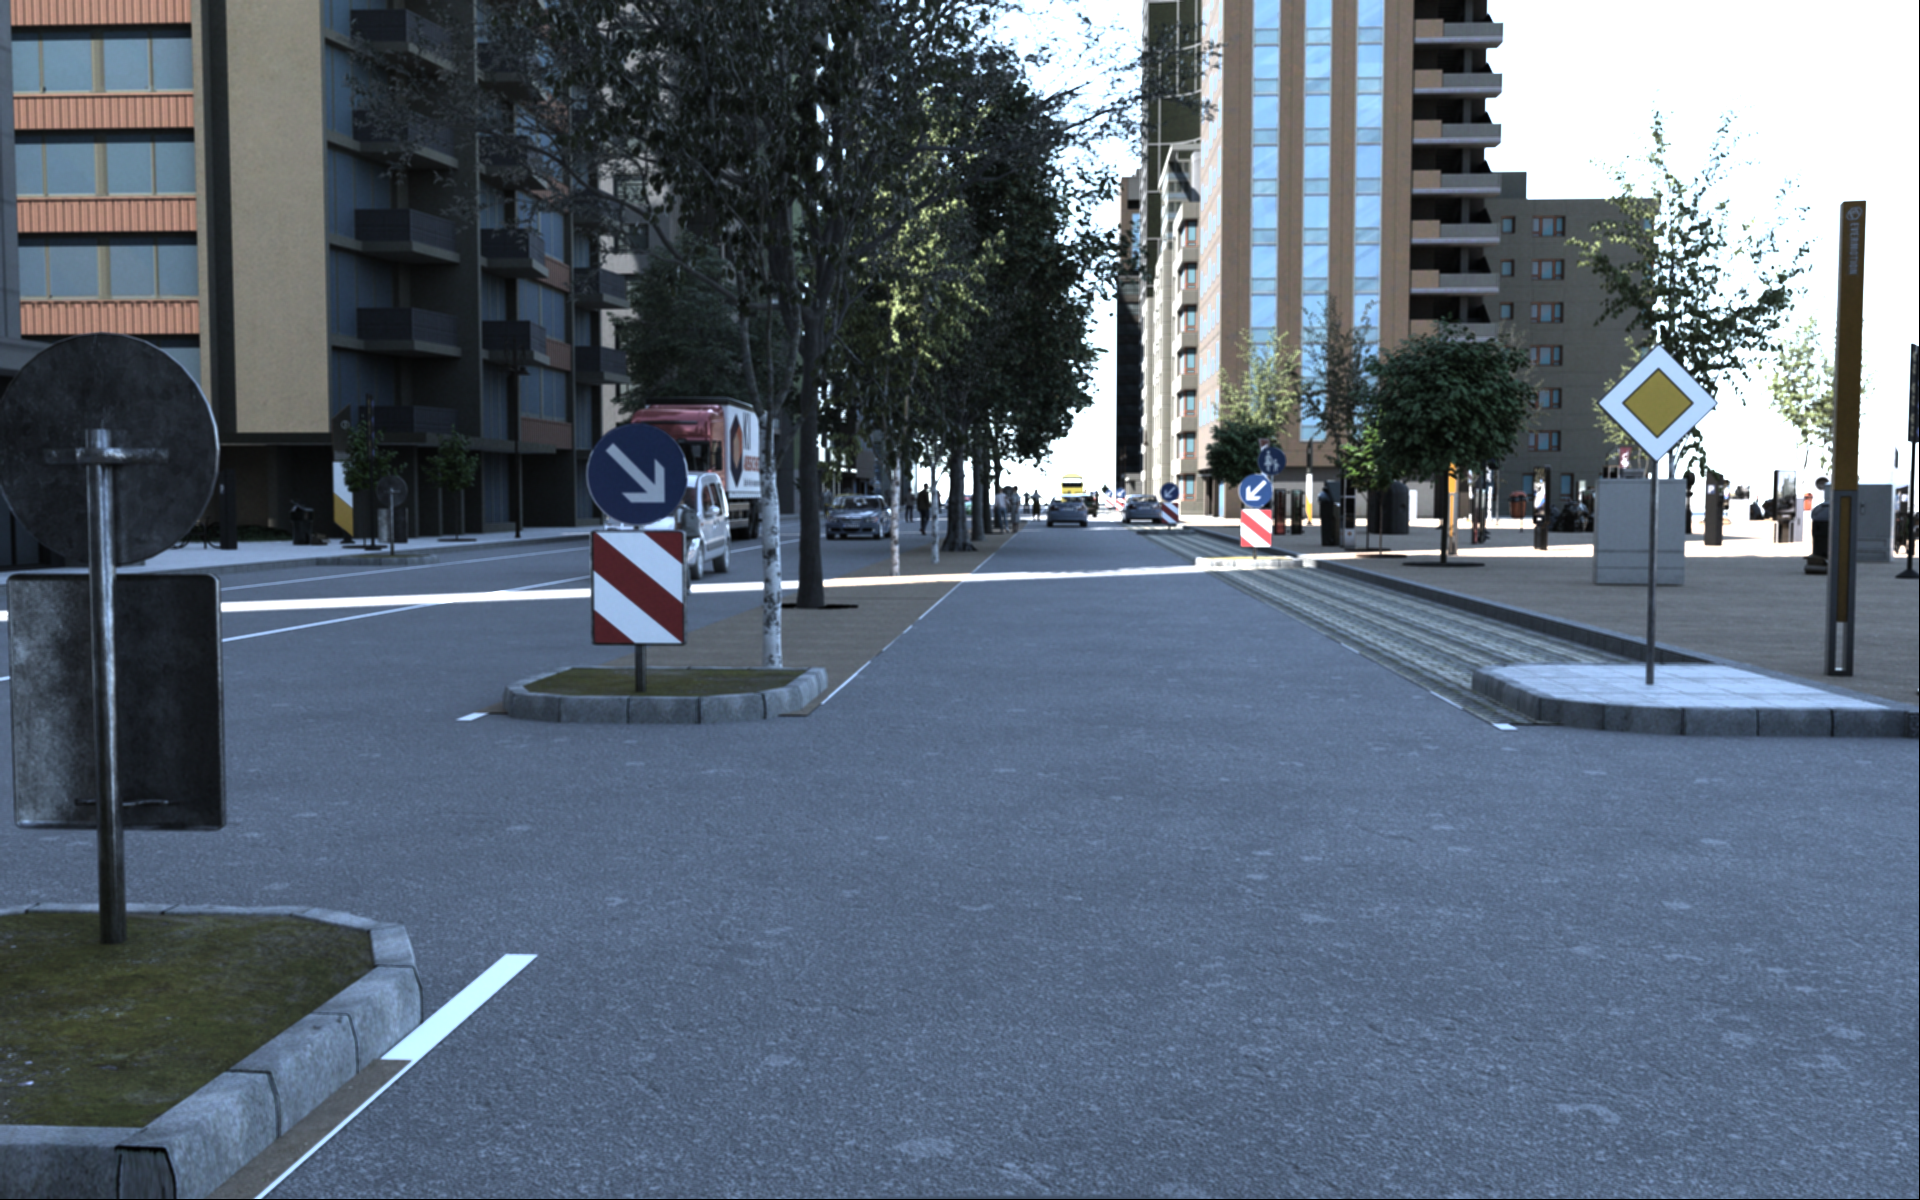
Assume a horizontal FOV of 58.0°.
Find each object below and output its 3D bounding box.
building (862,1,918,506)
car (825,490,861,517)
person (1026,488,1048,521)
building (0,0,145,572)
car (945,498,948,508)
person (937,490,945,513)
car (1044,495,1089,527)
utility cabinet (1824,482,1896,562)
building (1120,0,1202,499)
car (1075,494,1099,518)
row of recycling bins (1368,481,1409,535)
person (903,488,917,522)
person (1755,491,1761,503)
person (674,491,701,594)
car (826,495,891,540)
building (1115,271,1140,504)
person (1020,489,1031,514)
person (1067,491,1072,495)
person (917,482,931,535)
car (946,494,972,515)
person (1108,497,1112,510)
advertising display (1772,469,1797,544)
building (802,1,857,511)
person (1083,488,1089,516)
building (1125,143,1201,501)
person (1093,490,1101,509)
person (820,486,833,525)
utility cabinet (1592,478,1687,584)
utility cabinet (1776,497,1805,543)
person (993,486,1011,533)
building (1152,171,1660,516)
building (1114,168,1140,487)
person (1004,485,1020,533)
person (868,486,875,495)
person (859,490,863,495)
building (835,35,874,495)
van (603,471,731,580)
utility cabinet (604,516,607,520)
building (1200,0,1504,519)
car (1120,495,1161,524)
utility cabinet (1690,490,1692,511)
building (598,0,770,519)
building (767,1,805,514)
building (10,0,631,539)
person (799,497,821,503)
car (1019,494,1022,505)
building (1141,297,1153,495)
[{"bbox_3d":[-16.037,-55.359,217.783,22.319,86.520,31.000,0,4,3],"label":"building"},{"bbox_3d":[-4.920,-4.056,76.542,2.015,1.641,3.980,0,4,2],"label":"car"},{"bbox_3d":[4.102,-5.093,92.509,1.217,1.736,0.721,-1,4,-13],"label":"person"},{"bbox_3d":[-25.045,-35.883,24.939,20.563,71.187,20.611,0,4,3],"label":"building"},{"bbox_3d":[-0.489,-9.892,174.098,2.083,1.381,4.827,0,4,4],"label":"car"},{"bbox_3d":[-1.554,-7.393,130.100,1.217,1.743,0.721,-2,4,-25],"label":"person"},{"bbox_3d":[4.719,-3.951,76.596,2.014,1.417,4.499,0,4,2],"label":"car"},{"bbox_3d":[17.011,-1.475,32.789,1.173,1.500,0.318,3,5,40],"label":"utility cabinet"},{"bbox_3d":[29.738,-46.863,204.461,20.563,71.187,20.611,0,4,3],"label":"building"},{"bbox_3d":[7.599,-5.947,107.025,2.009,1.686,4.222,0,4,4],"label":"car"},{"bbox_3d":[13.925,-3.024,56.552,1.069,1.692,3.534,0,4,5],"label":"row of recycling bins"},{"bbox_3d":[-2.478,-4.878,88.780,0.617,1.759,0.750,3,4,37],"label":"person"},{"bbox_3d":[75.350,-9.435,163.470,0.721,1.736,1.217,3,5,43],"label":"person"},{"bbox_3d":[-3.961,-0.826,24.593,0.523,1.515,0.503,-1,4,-16],"label":"person"},{"bbox_3d":[-3.215,-2.690,55.988,2.014,1.417,4.499,0,4,5],"label":"car"},{"bbox_3d":[27.038,-27.616,223.218,14.160,30.474,14.107,0,4,3],"label":"building"},{"bbox_3d":[4.914,-7.284,127.681,1.350,1.814,0.705,0,4,-2],"label":"person"},{"bbox_3d":[9.825,-8.901,154.970,0.756,1.711,0.436,2,4,30],"label":"person"},{"bbox_3d":[-1.236,-3.208,60.869,0.656,1.842,0.836,1,4,13],"label":"person"},{"bbox_3d":[0.285,-5.580,103.036,2.131,1.459,4.920,0,4,4],"label":"car"},{"bbox_3d":[12.622,-8.374,146.359,0.436,1.711,0.756,0,4,6],"label":"person"},{"bbox_3d":[21.458,-2.439,45.086,0.974,1.923,0.123,-3,4,-37],"label":"advertising display"},{"bbox_3d":[-20.793,-31.357,132.301,23.786,49.044,30.456,0,4,3],"label":"building"},{"bbox_3d":[8.396,-6.532,115.308,0.705,1.822,1.348,2,4,34],"label":"person"},{"bbox_3d":[33.760,-29.962,181.763,32.217,40.220,23.993,0,4,3],"label":"building"},{"bbox_3d":[12.846,-9.428,162.655,1.348,1.823,0.705,-3,5,-41],"label":"person"},{"bbox_3d":[-6.116,-4.342,79.606,0.709,1.813,0.853,1,4,15],"label":"person"},{"bbox_3d":[9.562,-0.961,24.392,1.173,1.500,0.318,1,4,10],"label":"utility cabinet"},{"bbox_3d":[22.074,-2.132,46.022,1.020,1.237,0.306,-3,5,-41],"label":"utility cabinet"},{"bbox_3d":[1.644,-3.356,64.035,0.731,1.740,0.598,-1,4,-20],"label":"person"},{"bbox_3d":[27.774,-16.595,116.360,27.650,21.520,28.899,0,4,3],"label":"building"},{"bbox_3d":[28.620,-35.914,237.300,14.600,45.320,14.200,0,4,3],"label":"building"},{"bbox_3d":[1.921,-3.288,62.833,0.524,1.755,0.480,-2,4,-34],"label":"person"},{"bbox_3d":[-4.591,-4.943,88.949,0.705,1.869,1.348,2,4,25],"label":"person"},{"bbox_3d":[-7.043,-6.902,122.062,1.217,1.735,0.721,0,4,-2],"label":"person"},{"bbox_3d":[-15.377,-30.845,154.422,14.600,45.320,14.200,0,4,3],"label":"building"},{"bbox_3d":[-5.099,-1.422,30.266,2.013,2.044,4.112,0,4,2],"label":"van"},{"bbox_3d":[-17.973,-4.677,85.141,1.173,1.500,0.318,0,4,7],"label":"utility cabinet"},{"bbox_3d":[20.644,-27.180,94.506,14.600,45.320,14.200,0,4,3],"label":"building"},{"bbox_3d":[8.835,-4.414,84.175,2.014,1.417,4.499,0,4,2],"label":"car"},{"bbox_3d":[23.375,-2.949,56.893,1.173,1.500,0.318,0,4,7],"label":"utility cabinet"},{"bbox_3d":[-18.520,-19.784,95.173,14.160,30.474,14.107,0,4,3],"label":"building"},{"bbox_3d":[-17.791,-26.019,109.001,14.154,41.232,14.086,0,4,3],"label":"building"},{"bbox_3d":[-24.734,-24.926,62.159,22.147,44.769,28.867,0,4,3],"label":"building"},{"bbox_3d":[-7.830,-5.054,91.148,1.348,1.822,0.705,-1,4,-15],"label":"person"},{"bbox_3d":[7.461,-13.859,235.640,2.155,1.783,4.494,0,4,2],"label":"car"},{"bbox_3d":[29.867,-18.401,145.897,27.650,21.520,28.899,0,4,3],"label":"building"}]
